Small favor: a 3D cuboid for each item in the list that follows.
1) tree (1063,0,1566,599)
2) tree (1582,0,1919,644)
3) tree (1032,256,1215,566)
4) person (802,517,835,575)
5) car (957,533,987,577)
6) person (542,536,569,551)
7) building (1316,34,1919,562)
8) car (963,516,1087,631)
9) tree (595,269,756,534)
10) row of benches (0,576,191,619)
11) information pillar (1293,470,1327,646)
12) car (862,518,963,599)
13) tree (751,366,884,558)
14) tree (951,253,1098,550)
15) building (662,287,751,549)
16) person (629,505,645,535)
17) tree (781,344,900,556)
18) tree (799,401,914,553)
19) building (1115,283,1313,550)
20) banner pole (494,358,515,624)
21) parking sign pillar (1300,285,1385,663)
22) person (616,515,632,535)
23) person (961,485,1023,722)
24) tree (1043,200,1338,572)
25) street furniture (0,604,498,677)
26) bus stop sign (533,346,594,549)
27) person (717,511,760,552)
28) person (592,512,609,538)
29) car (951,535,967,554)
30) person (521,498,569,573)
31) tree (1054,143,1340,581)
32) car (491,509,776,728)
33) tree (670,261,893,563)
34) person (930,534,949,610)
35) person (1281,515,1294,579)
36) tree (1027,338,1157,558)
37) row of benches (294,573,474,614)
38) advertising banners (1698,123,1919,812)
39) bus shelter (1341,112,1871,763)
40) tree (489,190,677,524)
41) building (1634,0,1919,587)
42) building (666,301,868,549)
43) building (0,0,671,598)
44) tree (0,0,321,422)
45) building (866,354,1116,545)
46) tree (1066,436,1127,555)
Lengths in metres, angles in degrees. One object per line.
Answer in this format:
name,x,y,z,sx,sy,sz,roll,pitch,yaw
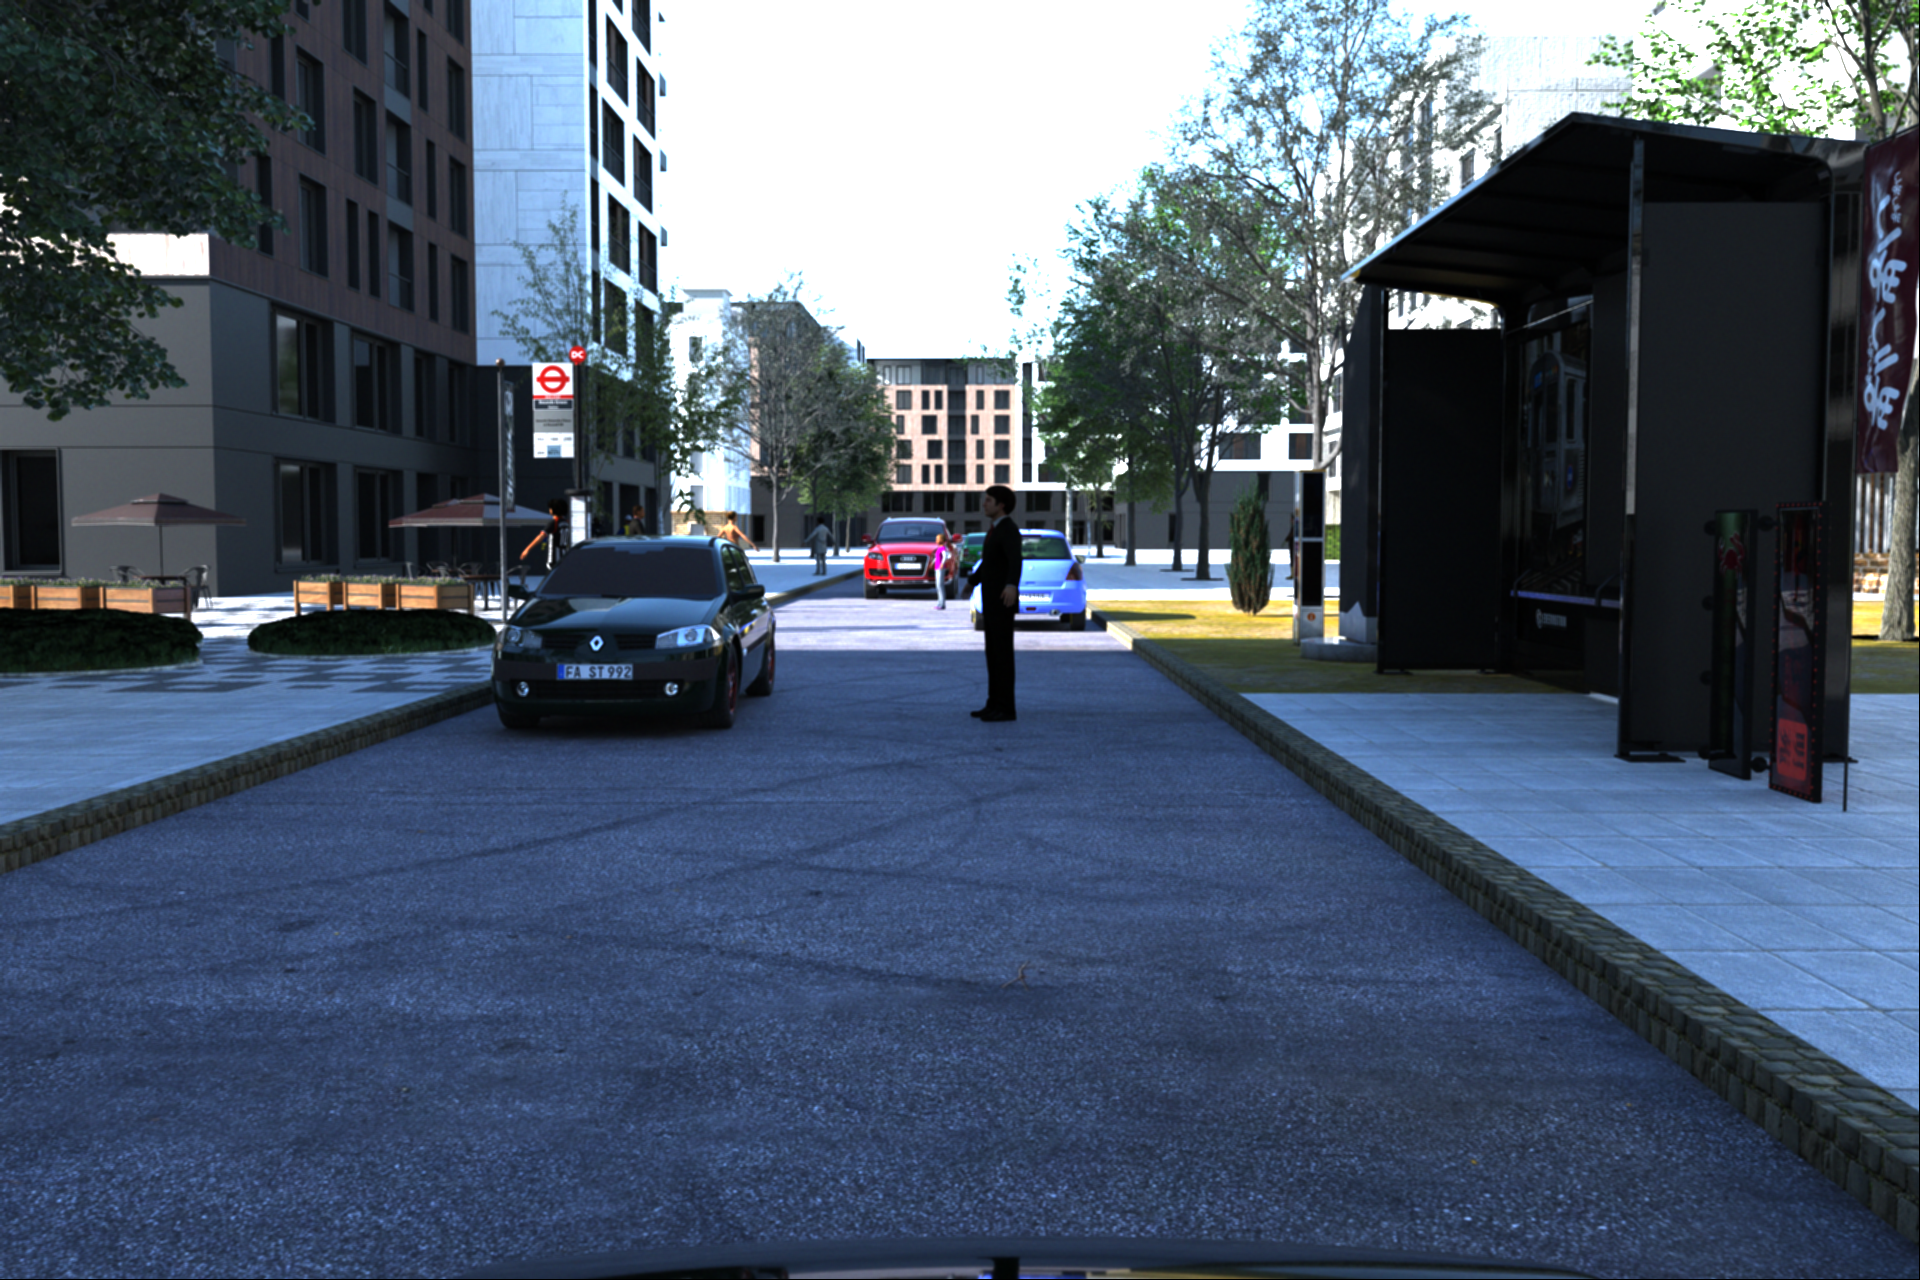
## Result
tree,7.309,-7.594,34.526,12.009,13.543,11.850,0,3,0
tree,11.271,-5.787,20.374,9.928,11.665,9.643,0,3,0
tree,6.821,-9.303,70.228,7.486,12.596,7.792,0,3,0
person,-4.358,-2.923,53.977,0.705,1.806,1.347,3,5,45
car,0.876,-3.054,58.725,1.959,1.807,4.718,0,4,1
person,-8.640,-1.905,37.610,0.721,1.772,1.216,2,4,32
building,25.685,-12.453,70.056,16.747,18.905,31.486,0,4,1
car,1.018,-1.065,27.000,1.945,1.707,3.694,0,4,-1
tree,-8.229,-6.019,48.777,4.737,8.622,4.395,0,3,0
row of benches,-12.728,-0.572,24.819,4.104,0.672,1.422,2,4,26
information pillar,4.013,-0.942,19.896,0.304,2.012,0.304,0,4,-1
car,-1.071,-1.905,39.818,2.281,1.827,5.304,0,4,1
tree,-7.485,-9.610,91.533,7.601,10.594,8.767,-1,4,-11
tree,6.138,-16.009,117.634,12.611,20.169,13.585,0,3,0
building,-22.845,-16.984,134.111,16.016,20.090,11.380,0,4,0
person,-5.812,-1.543,31.449,0.704,1.802,1.346,-2,4,-25
tree,-7.279,-11.319,103.197,7.486,12.596,7.792,0,3,0
tree,-7.529,-11.117,116.178,8.767,10.594,7.601,-1,4,-15
building,27.702,-19.037,155.226,27.936,21.610,32.646,0,4,1
banner pole,-6.535,-2.139,24.995,0.401,3.779,0.863,0,4,1
parking sign pillar,4.258,-1.794,17.812,1.447,3.967,1.447,0,4,0
person,-9.690,-2.728,50.575,1.349,1.833,0.705,-3,5,-40
person,0.276,-0.290,13.387,0.705,1.806,1.347,-1,4,-14
tree,7.615,-9.107,59.272,12.009,13.543,11.850,0,3,0
street furniture,-10.469,-0.187,18.684,10.072,0.657,5.734,1,4,12
bus stop sign,-5.637,-2.200,24.679,0.855,3.939,0.416,0,4,2
person,-4.362,-1.645,33.695,1.217,1.733,0.721,3,4,39
person,-9.002,-2.290,43.229,0.705,1.856,1.354,1,4,23
car,0.063,-5.116,96.007,2.083,1.381,4.827,0,4,1
person,-6.194,-1.249,26.569,0.704,1.843,1.345,2,4,28
tree,6.644,-7.458,47.693,9.928,11.665,9.643,0,3,0
car,-2.519,-0.258,14.010,2.009,1.686,4.222,0,4,0
tree,-8.110,-10.209,77.284,12.009,13.543,11.850,0,3,0
person,-0.426,-1.294,32.875,0.599,1.433,0.991,-1,4,-13
person,9.465,-2.632,49.164,0.704,1.812,1.346,2,4,32
tree,7.378,-10.186,92.303,9.928,11.665,9.643,0,3,0
row of benches,-8.779,-0.668,26.381,4.104,0.672,1.422,3,5,40
advertising banners,4.094,-0.749,8.430,0.090,3.025,2.074,0,4,1
bus shelter,4.295,-1.315,12.780,1.731,3.624,6.357,0,4,1
tree,-8.556,-5.364,38.072,4.360,8.622,3.978,0,3,0
building,24.638,-11.767,48.811,16.016,20.090,11.380,0,4,0
building,-24.196,-19.870,168.850,27.936,21.610,32.646,0,4,1
building,-25.254,-12.626,50.409,27.936,21.610,32.646,0,4,1
tree,-8.859,-6.487,12.710,9.857,13.997,8.962,0,3,0
building,4.524,-22.216,209.663,32.646,21.610,27.936,0,4,1
tree,7.971,-9.677,108.588,4.360,8.622,3.978,0,3,0
